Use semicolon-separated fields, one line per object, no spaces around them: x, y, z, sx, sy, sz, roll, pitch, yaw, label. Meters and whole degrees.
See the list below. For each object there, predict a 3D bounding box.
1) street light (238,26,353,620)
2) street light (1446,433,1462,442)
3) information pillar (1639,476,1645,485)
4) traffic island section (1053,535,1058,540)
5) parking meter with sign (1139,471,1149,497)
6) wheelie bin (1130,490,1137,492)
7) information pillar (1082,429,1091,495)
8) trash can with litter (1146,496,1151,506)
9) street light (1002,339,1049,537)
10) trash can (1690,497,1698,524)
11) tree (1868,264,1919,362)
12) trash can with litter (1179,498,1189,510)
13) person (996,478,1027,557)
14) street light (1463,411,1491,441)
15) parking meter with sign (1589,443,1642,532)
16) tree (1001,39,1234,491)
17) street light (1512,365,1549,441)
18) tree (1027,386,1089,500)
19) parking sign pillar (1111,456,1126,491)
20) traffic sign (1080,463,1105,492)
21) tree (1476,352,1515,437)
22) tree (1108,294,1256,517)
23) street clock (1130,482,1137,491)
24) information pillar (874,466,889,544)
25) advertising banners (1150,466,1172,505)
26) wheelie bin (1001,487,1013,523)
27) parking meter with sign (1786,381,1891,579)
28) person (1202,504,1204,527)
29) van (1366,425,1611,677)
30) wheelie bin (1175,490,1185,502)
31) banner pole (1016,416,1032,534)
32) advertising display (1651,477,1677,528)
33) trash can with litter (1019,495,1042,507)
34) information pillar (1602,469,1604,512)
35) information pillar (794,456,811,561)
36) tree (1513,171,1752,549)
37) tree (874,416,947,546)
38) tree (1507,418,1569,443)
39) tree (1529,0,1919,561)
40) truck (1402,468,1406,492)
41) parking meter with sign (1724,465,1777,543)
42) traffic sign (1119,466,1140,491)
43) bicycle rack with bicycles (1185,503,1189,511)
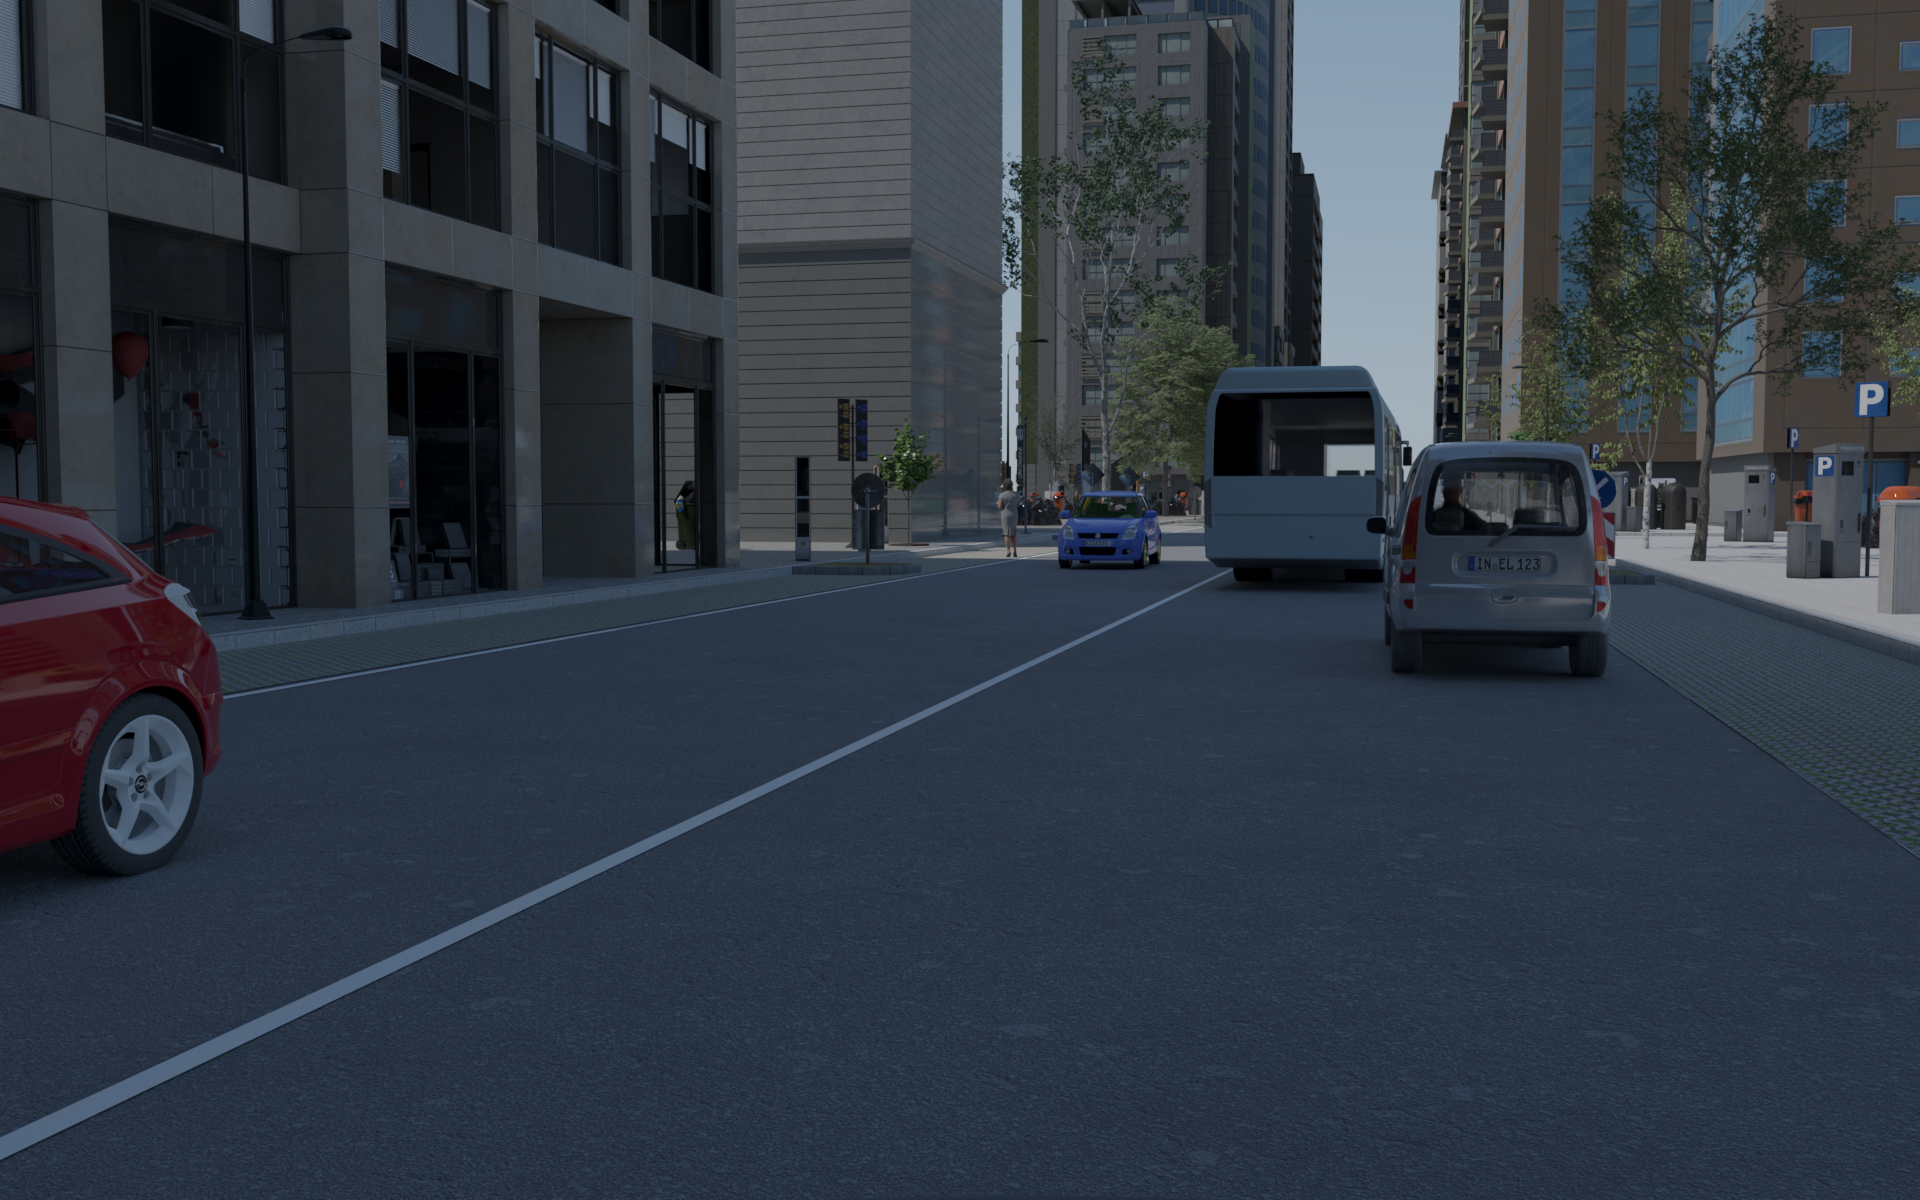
-6.708;-2.749;17.483;1.470;5.913;1.316;1;4;14;street light
39.336;-10.114;137.907;1.470;5.913;1.316;1;4;14;street light
27.333;-3.956;69.174;0.304;2.012;0.304;-1;4;-19;information pillar
4.191;-2.017;55.259;2.009;0.180;2.903;1;4;14;traffic island section
13.960;-8.321;132.305;0.543;3.016;1.738;1;4;22;parking meter with sign
12.390;-7.075;123.579;0.980;1.594;0.693;2;4;35;wheelie bin
4.556;-4.364;62.712;0.183;3.616;0.504;2;4;35;information pillar
13.098;-6.694;120.838;0.624;1.170;1.055;2;4;30;trash can with litter
1.970;-4.861;52.021;1.470;5.913;1.316;1;4;14;street light
31.587;-3.813;74.002;0.748;1.137;0.748;0;3;0;trash can
25.782;-5.762;44.564;4.737;8.622;4.395;0;3;0;tree
17.677;-7.590;135.485;1.055;1.170;0.624;-1;4;-20;trash can with litter
1.161;-1.848;39.076;0.716;1.782;0.532;-1;4;-20;person
29.170;-7.626;97.223;1.470;5.913;1.316;1;4;14;street light
22.398;-3.844;59.111;0.543;3.016;1.738;-3;5;-39;parking meter with sign
5.515;-13.409;75.133;12.611;20.169;13.585;0;3;0;tree
20.600;-5.503;62.511;1.470;5.913;1.316;1;4;14;street light
6.413;-10.291;118.617;4.360;8.622;3.978;0;3;0;tree
10.503;-7.836;116.583;1.447;3.967;1.447;0;4;0;parking sign pillar
4.216;-3.153;55.191;0.795;2.450;0.064;1;4;14;traffic sign
23.425;-7.214;68.305;4.737;8.622;4.395;0;3;0;tree
12.125;-11.019;98.291;7.486;12.596;7.792;0;3;0;tree
8.982;-5.214;89.823;0.358;2.002;0.471;-1;4;-13;street clock
-2.032;-2.464;44.770;0.304;2.012;0.304;-2;4;-25;information pillar
12.459;-6.789;107.190;2.074;3.025;0.090;-3;5;-45;advertising banners
2.035;-4.263;77.606;0.980;1.594;0.693;1;4;10;wheelie bin
13.442;-1.854;26.570;1.738;3.016;0.543;-2;4;-28;parking meter with sign
10.693;-4.025;74.174;0.638;1.841;0.748;-2;4;-32;person
4.570;-0.493;15.072;2.013;2.044;4.112;1;4;13;van
17.577;-7.930;137.561;0.980;1.594;0.693;-2;4;-30;wheelie bin
2.001;-4.007;55.539;0.401;3.779;0.863;2;4;30;banner pole
26.298;-3.648;64.851;0.974;1.923;0.123;2;4;29;advertising display
4.131;-5.527;101.431;2.233;1.210;1.678;0;4;4;trash can with litter
18.460;-2.789;50.095;0.304;2.012;0.304;2;4;28;information pillar
-3.014;-1.757;33.221;0.304;2.012;0.304;0;4;-7;information pillar
16.134;-5.505;40.369;4.737;8.622;4.395;0;3;0;tree
-1.398;-2.963;43.046;1.663;3.219;1.824;0;3;0;tree
24.585;-5.507;73.748;4.285;4.588;4.351;0;3;0;tree
14.476;-6.015;32.761;7.601;10.594;8.767;1;4;18;tree
42.859;-11.093;171.123;2.967;4.110;18.799;1;4;12;truck
21.306;-3.051;46.141;0.543;3.016;1.738;-3;5;-42;parking meter with sign
6.149;-3.627;62.940;0.795;2.450;0.064;1;4;14;traffic sign
17.410;-7.080;129.146;2.925;0.926;2.852;0;4;-3;bicycle rack with bicycles
